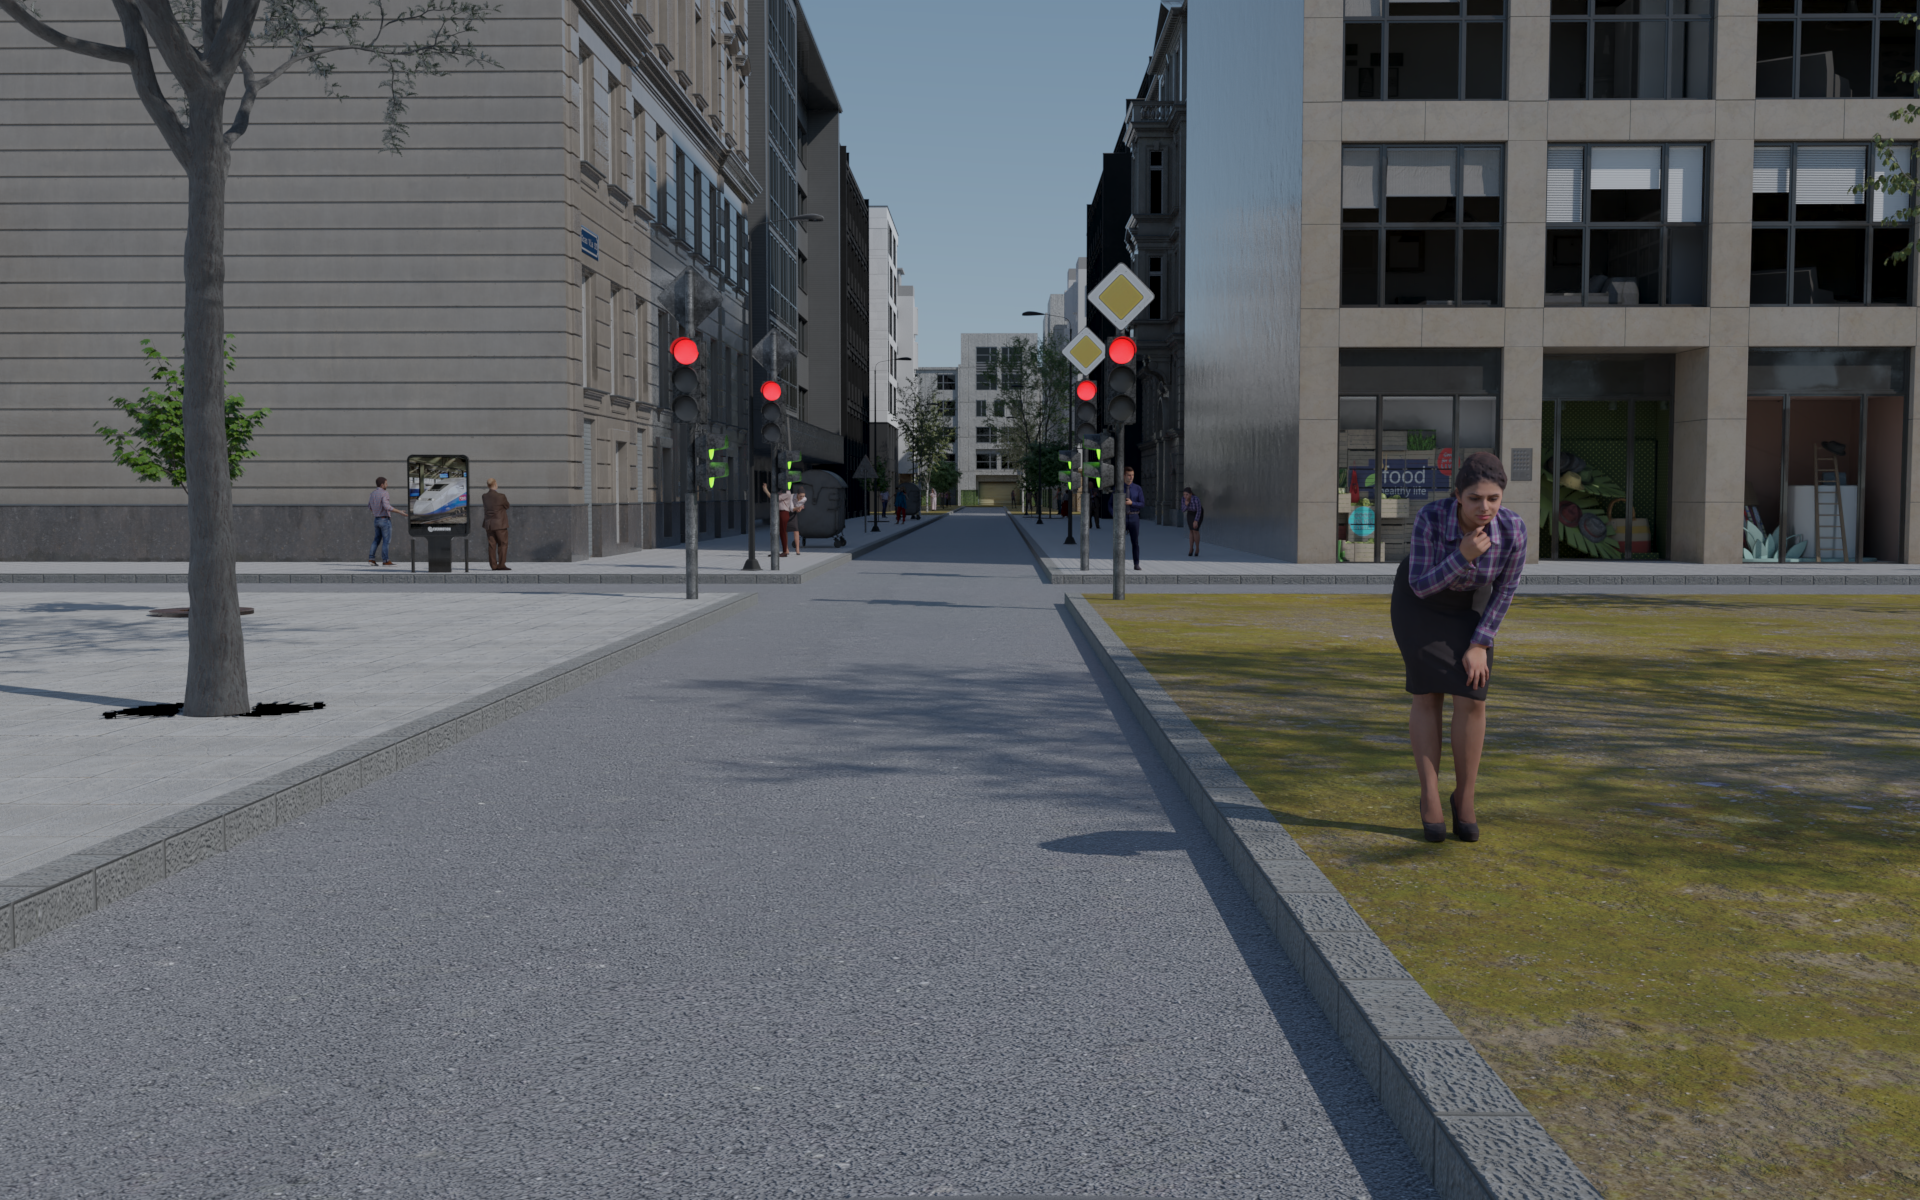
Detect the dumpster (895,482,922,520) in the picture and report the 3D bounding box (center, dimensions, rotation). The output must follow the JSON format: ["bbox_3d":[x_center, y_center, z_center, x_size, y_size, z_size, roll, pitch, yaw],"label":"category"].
[{"bbox_3d":[-2.569,-4.894,85.767,1.264,1.857,1.865,0,4,1],"label":"dumpster"}]

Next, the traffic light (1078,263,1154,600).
[{"bbox_3d":[1.911,-1.938,20.925,0.839,4.213,0.868,0,4,1],"label":"traffic light"}]

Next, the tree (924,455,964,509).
[{"bbox_3d":[-1.378,-9.955,146.476,4.285,4.588,4.351,0,3,0],"label":"tree"}]

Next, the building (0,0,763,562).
[{"bbox_3d":[-12.684,-15.084,43.882,12.463,27.353,25.104,0,4,1],"label":"building"}]

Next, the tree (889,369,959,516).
[{"bbox_3d":[-2.173,-9.319,102.727,4.737,8.622,4.395,0,3,0],"label":"tree"}]

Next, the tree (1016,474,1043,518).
[{"bbox_3d":[3.787,-6.107,94.455,1.663,3.219,1.824,0,3,0],"label":"tree"}]

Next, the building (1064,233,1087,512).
[{"bbox_3d":[15.777,-16.611,128.005,16.016,20.091,11.380,0,4,1],"label":"building"}]

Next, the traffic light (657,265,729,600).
[{"bbox_3d":[-3.250,-1.943,21.012,0.839,4.213,0.868,0,4,1],"label":"traffic light"}]

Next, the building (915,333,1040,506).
[{"bbox_3d":[0.250,-20.330,198.854,31.486,18.905,16.747,0,4,1],"label":"building"}]

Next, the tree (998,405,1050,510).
[{"bbox_3d":[5.355,-11.465,137.815,4.737,8.622,4.395,0,3,0],"label":"tree"}]

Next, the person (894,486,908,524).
[{"bbox_3d":[-2.496,-4.021,73.487,0.444,1.614,0.593,-3,4,-36],"label":"person"}]

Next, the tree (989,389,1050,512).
[{"bbox_3d":[4.141,-10.414,120.632,4.360,8.622,3.978,0,3,0],"label":"tree"}]

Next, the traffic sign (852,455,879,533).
[{"bbox_3d":[-3.138,-3.515,57.470,0.884,2.594,0.081,0,4,8],"label":"traffic sign"}]

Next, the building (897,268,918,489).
[{"bbox_3d":[-11.424,-17.521,142.880,16.016,20.091,11.380,0,4,1],"label":"building"}]

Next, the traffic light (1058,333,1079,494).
[{"bbox_3d":[2.070,-2.426,28.909,0.839,4.213,0.868,0,4,1],"label":"traffic light"}]

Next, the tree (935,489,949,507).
[{"bbox_3d":[-1.585,-10.661,168.905,1.663,3.219,1.824,0,3,0],"label":"tree"}]

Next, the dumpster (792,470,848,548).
[{"bbox_3d":[-3.398,-2.200,41.734,1.264,1.857,1.865,0,4,1],"label":"dumpster"}]

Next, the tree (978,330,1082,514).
[{"bbox_3d":[4.987,-11.316,110.767,9.928,11.665,9.643,0,3,0],"label":"tree"}]

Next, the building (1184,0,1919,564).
[{"bbox_3d":[23.384,-14.418,40.248,34.151,26.468,19.350,0,4,1],"label":"building"}]

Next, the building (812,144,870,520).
[{"bbox_3d":[-11.650,-16.193,94.425,12.332,23.373,15.834,0,4,1],"label":"building"}]

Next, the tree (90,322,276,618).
[{"bbox_3d":[-8.131,-1.461,18.491,1.663,3.219,1.824,0,3,0],"label":"tree"}]

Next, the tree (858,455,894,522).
[{"bbox_3d":[-3.643,-5.171,79.143,1.663,3.219,1.824,0,3,0],"label":"tree"}]

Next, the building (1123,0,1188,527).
[{"bbox_3d":[13.981,-15.369,70.363,14.460,24.649,34.723,0,4,1],"label":"building"}]

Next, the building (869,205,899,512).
[{"bbox_3d":[-19.113,-16.944,121.011,27.936,21.610,32.646,0,4,1],"label":"building"}]

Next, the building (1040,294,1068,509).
[{"bbox_3d":[16.513,-18.045,161.490,16.747,18.905,31.486,0,4,1],"label":"building"}]

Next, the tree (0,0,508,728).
[{"bbox_3d":[-4.430,-6.084,9.839,12.009,13.543,11.850,0,3,0],"label":"tree"}]

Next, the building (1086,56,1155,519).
[{"bbox_3d":[13.567,-16.289,96.001,12.332,23.373,15.834,0,4,1],"label":"building"}]

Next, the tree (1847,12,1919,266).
[{"bbox_3d":[11.917,-4.143,18.096,4.737,8.622,4.395,0,3,0],"label":"tree"}]

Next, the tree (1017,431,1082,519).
[{"bbox_3d":[4.698,-6.538,90.617,4.285,4.588,4.351,0,3,0],"label":"tree"}]

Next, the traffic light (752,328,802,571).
[{"bbox_3d":[-3.090,-2.431,28.995,0.839,4.213,0.868,0,4,1],"label":"traffic light"}]

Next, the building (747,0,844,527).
[{"bbox_3d":[-13.185,-15.440,71.509,14.314,24.678,30.058,0,4,1],"label":"building"}]
